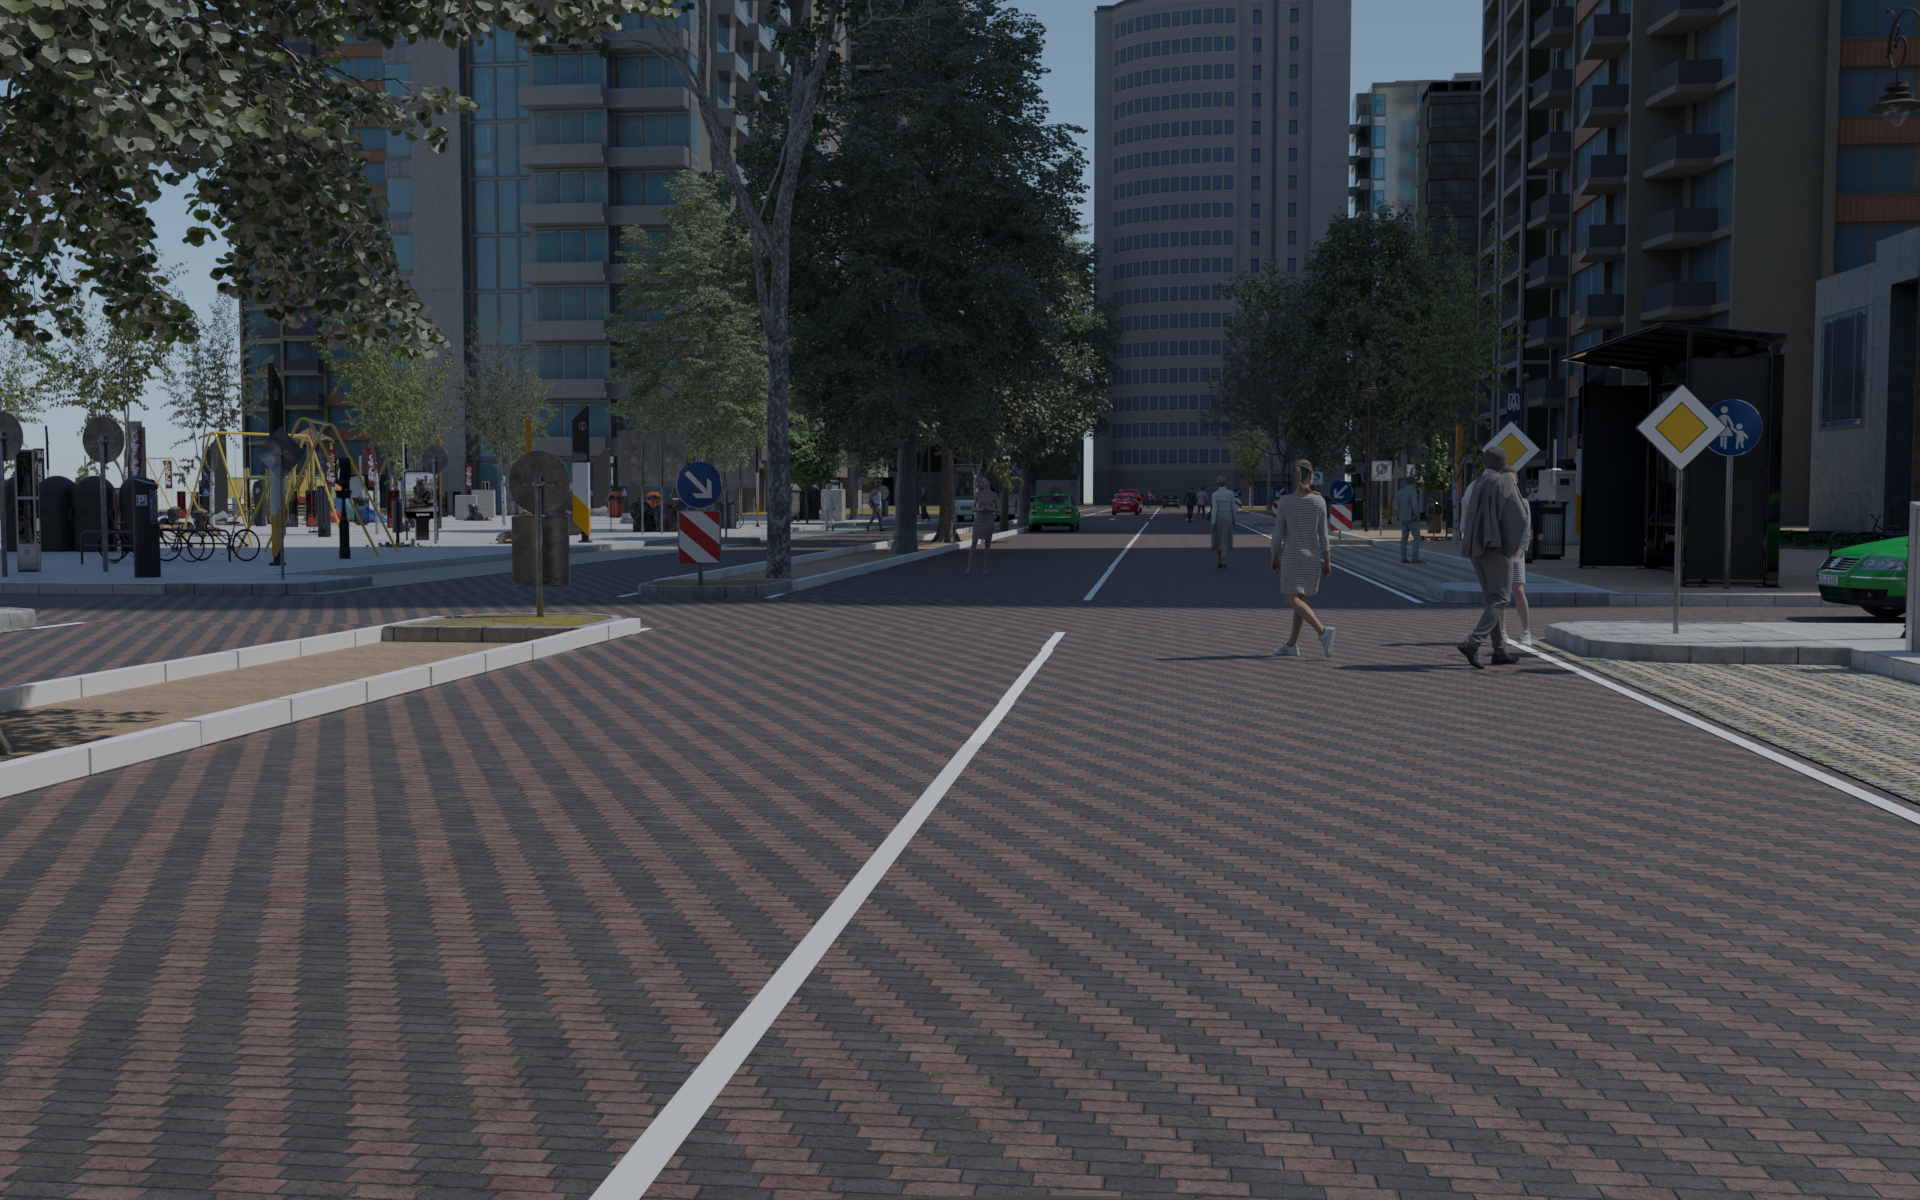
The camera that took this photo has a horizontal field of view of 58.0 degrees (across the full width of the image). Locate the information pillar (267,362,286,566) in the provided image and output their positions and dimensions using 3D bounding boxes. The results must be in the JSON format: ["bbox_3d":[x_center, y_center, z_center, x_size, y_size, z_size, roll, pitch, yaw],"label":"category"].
[{"bbox_3d":[-12.264,-2.431,31.097,0.183,3.616,0.504,0,4,0],"label":"information pillar"}]

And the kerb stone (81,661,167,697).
[{"bbox_3d":[-6.138,0.587,12.616,0.120,0.150,1.000,0,4,7],"label":"kerb stone"}]

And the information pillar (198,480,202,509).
[{"bbox_3d":[-39.538,-5.257,90.440,0.304,2.012,0.304,0,4,6],"label":"information pillar"}]

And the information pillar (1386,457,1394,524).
[{"bbox_3d":[18.241,-5.015,73.346,0.183,3.616,0.504,2,4,28],"label":"information pillar"}]

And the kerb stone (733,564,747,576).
[{"bbox_3d":[-3.976,-0.505,30.449,0.120,0.150,1.000,0,4,7],"label":"kerb stone"}]

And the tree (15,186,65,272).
[{"bbox_3d":[-19.416,-5.048,32.904,4.360,8.622,3.978,0,3,0],"label":"tree"}]

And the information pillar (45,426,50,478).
[{"bbox_3d":[-31.155,-4.147,59.160,0.183,3.616,0.504,-2,4,-30],"label":"information pillar"}]

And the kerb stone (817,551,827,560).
[{"bbox_3d":[-3.105,-0.940,37.568,0.120,0.150,1.000,0,4,7],"label":"kerb stone"}]

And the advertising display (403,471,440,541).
[{"bbox_3d":[-14.908,-2.614,47.960,0.974,1.923,0.123,-2,4,-34],"label":"advertising display"}]

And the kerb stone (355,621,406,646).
[{"bbox_3d":[-5.644,0.339,16.686,0.120,0.150,1.000,0,4,7],"label":"kerb stone"}]

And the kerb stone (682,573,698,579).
[{"bbox_3d":[-4.338,-0.313,27.392,0.120,0.150,1.000,0,4,7],"label":"kerb stone"}]

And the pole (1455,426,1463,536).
[{"bbox_3d":[14.867,-3.537,51.673,0.158,3.312,0.155,0,3,0],"label":"pole"}]

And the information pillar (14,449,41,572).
[{"bbox_3d":[-15.362,-1.471,28.537,0.304,2.012,0.304,-1,4,-17],"label":"information pillar"}]

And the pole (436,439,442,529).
[{"bbox_3d":[-19.216,-4.282,63.856,0.158,3.312,0.155,0,3,0],"label":"pole"}]

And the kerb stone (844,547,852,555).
[{"bbox_3d":[-2.738,-1.127,40.629,0.120,0.150,1.000,0,4,7],"label":"kerb stone"}]

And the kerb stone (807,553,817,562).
[{"bbox_3d":[-3.233,-0.875,36.546,0.120,0.150,1.000,0,4,7],"label":"kerb stone"}]

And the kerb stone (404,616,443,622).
[{"bbox_3d":[-5.518,0.275,17.700,0.120,0.150,1.000,0,4,7],"label":"kerb stone"}]

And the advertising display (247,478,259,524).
[{"bbox_3d":[-29.145,-4.050,71.437,0.123,1.923,0.974,0,4,0],"label":"advertising display"}]

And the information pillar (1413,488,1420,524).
[{"bbox_3d":[19.140,-4.180,72.829,0.304,2.012,0.304,-1,4,-9],"label":"information pillar"}]

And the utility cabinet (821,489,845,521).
[{"bbox_3d":[-5.895,-4.391,80.473,1.173,1.500,0.318,2,4,31],"label":"utility cabinet"}]

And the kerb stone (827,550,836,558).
[{"bbox_3d":[-2.984,-0.997,38.588,0.120,0.150,1.000,0,4,7],"label":"kerb stone"}]

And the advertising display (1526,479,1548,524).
[{"bbox_3d":[24.576,-4.199,73.859,0.974,1.923,0.123,3,4,37],"label":"advertising display"}]

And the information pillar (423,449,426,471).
[{"bbox_3d":[-28.198,-6.108,91.221,0.183,3.616,0.504,-1,4,-9],"label":"information pillar"}]

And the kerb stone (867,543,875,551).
[{"bbox_3d":[-2.360,-1.310,43.682,0.120,0.150,1.000,0,4,7],"label":"kerb stone"}]

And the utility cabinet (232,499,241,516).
[{"bbox_3d":[-42.765,-5.733,102.413,0.318,1.500,1.173,-1,4,-12],"label":"utility cabinet"}]

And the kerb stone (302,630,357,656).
[{"bbox_3d":[-5.767,0.403,15.668,0.120,0.150,1.000,0,4,7],"label":"kerb stone"}]

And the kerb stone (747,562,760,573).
[{"bbox_3d":[-3.849,-0.567,31.464,0.120,0.150,1.000,0,4,7],"label":"kerb stone"}]

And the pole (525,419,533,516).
[{"bbox_3d":[-11.722,-3.260,47.136,0.158,3.312,0.155,0,3,0],"label":"pole"}]

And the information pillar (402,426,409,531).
[{"bbox_3d":[-19.093,-4.174,59.600,0.183,3.616,0.504,-2,4,-24],"label":"information pillar"}]

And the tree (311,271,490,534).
[{"bbox_3d":[-18.316,-6.395,54.923,4.737,8.622,4.395,0,3,0],"label":"tree"}]

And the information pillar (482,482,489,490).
[{"bbox_3d":[-28.020,-5.985,102.345,0.304,2.012,0.304,3,5,39],"label":"information pillar"}]

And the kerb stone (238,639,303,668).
[{"bbox_3d":[-5.888,0.461,14.653,0.120,0.150,1.000,0,4,7],"label":"kerb stone"}]

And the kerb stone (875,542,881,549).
[{"bbox_3d":[-2.239,-1.376,44.697,0.120,0.150,1.000,0,4,7],"label":"kerb stone"}]

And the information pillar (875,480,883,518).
[{"bbox_3d":[-4.382,-5.458,93.738,0.304,2.012,0.304,1,4,20],"label":"information pillar"}]

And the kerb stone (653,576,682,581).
[{"bbox_3d":[-4.464,-0.256,26.375,0.120,0.150,1.000,0,4,7],"label":"kerb stone"}]

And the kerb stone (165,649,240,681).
[{"bbox_3d":[-6.017,0.527,13.639,0.120,0.150,1.000,0,4,7],"label":"kerb stone"}]

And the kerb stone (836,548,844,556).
[{"bbox_3d":[-2.860,-1.065,39.609,0.120,0.150,1.000,0,4,7],"label":"kerb stone"}]

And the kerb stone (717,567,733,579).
[{"bbox_3d":[-4.089,-0.441,29.434,0.120,0.150,1.000,0,4,7],"label":"kerb stone"}]

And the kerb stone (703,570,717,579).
[{"bbox_3d":[-4.215,-0.376,28.416,0.120,0.150,1.000,0,4,7],"label":"kerb stone"}]

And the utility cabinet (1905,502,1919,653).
[{"bbox_3d":[8.212,-0.168,13.913,1.020,1.237,0.306,1,4,19],"label":"utility cabinet"}]

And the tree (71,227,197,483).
[{"bbox_3d":[-22.720,-5.876,46.441,4.737,8.622,4.395,0,3,0],"label":"tree"}]

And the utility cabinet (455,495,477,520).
[{"bbox_3d":[-24.464,-4.564,85.789,1.020,1.237,0.306,0,4,-3],"label":"utility cabinet"}]

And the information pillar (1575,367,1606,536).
[{"bbox_3d":[11.574,-2.471,31.759,0.504,3.616,0.183,1,4,11],"label":"information pillar"}]

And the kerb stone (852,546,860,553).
[{"bbox_3d":[-2.612,-1.186,41.650,0.120,0.150,1.000,0,4,7],"label":"kerb stone"}]

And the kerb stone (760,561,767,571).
[{"bbox_3d":[-3.724,-0.629,32.486,0.120,0.150,1.000,0,4,7],"label":"kerb stone"}]

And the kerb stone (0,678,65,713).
[{"bbox_3d":[-6.258,0.648,11.600,0.120,0.150,1.000,0,4,7],"label":"kerb stone"}]

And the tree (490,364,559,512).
[{"bbox_3d":[-24.785,-9.003,97.565,4.737,8.622,4.395,0,3,0],"label":"tree"}]

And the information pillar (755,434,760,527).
[{"bbox_3d":[-7.926,-4.671,67.727,0.183,3.616,0.504,0,4,-5],"label":"information pillar"}]

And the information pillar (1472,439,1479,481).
[{"bbox_3d":[21.817,-5.016,73.361,0.183,3.616,0.504,-1,4,-10],"label":"information pillar"}]

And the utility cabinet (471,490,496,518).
[{"bbox_3d":[-25.278,-5.089,91.891,1.173,1.500,0.318,0,4,1],"label":"utility cabinet"}]

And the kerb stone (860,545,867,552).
[{"bbox_3d":[-2.487,-1.245,42.665,0.120,0.150,1.000,0,4,7],"label":"kerb stone"}]

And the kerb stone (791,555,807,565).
[{"bbox_3d":[-3.359,-0.814,35.531,0.120,0.150,1.000,0,4,7],"label":"kerb stone"}]

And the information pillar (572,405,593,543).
[{"bbox_3d":[-9.968,-3.319,45.627,0.504,3.616,0.183,1,4,19],"label":"information pillar"}]
